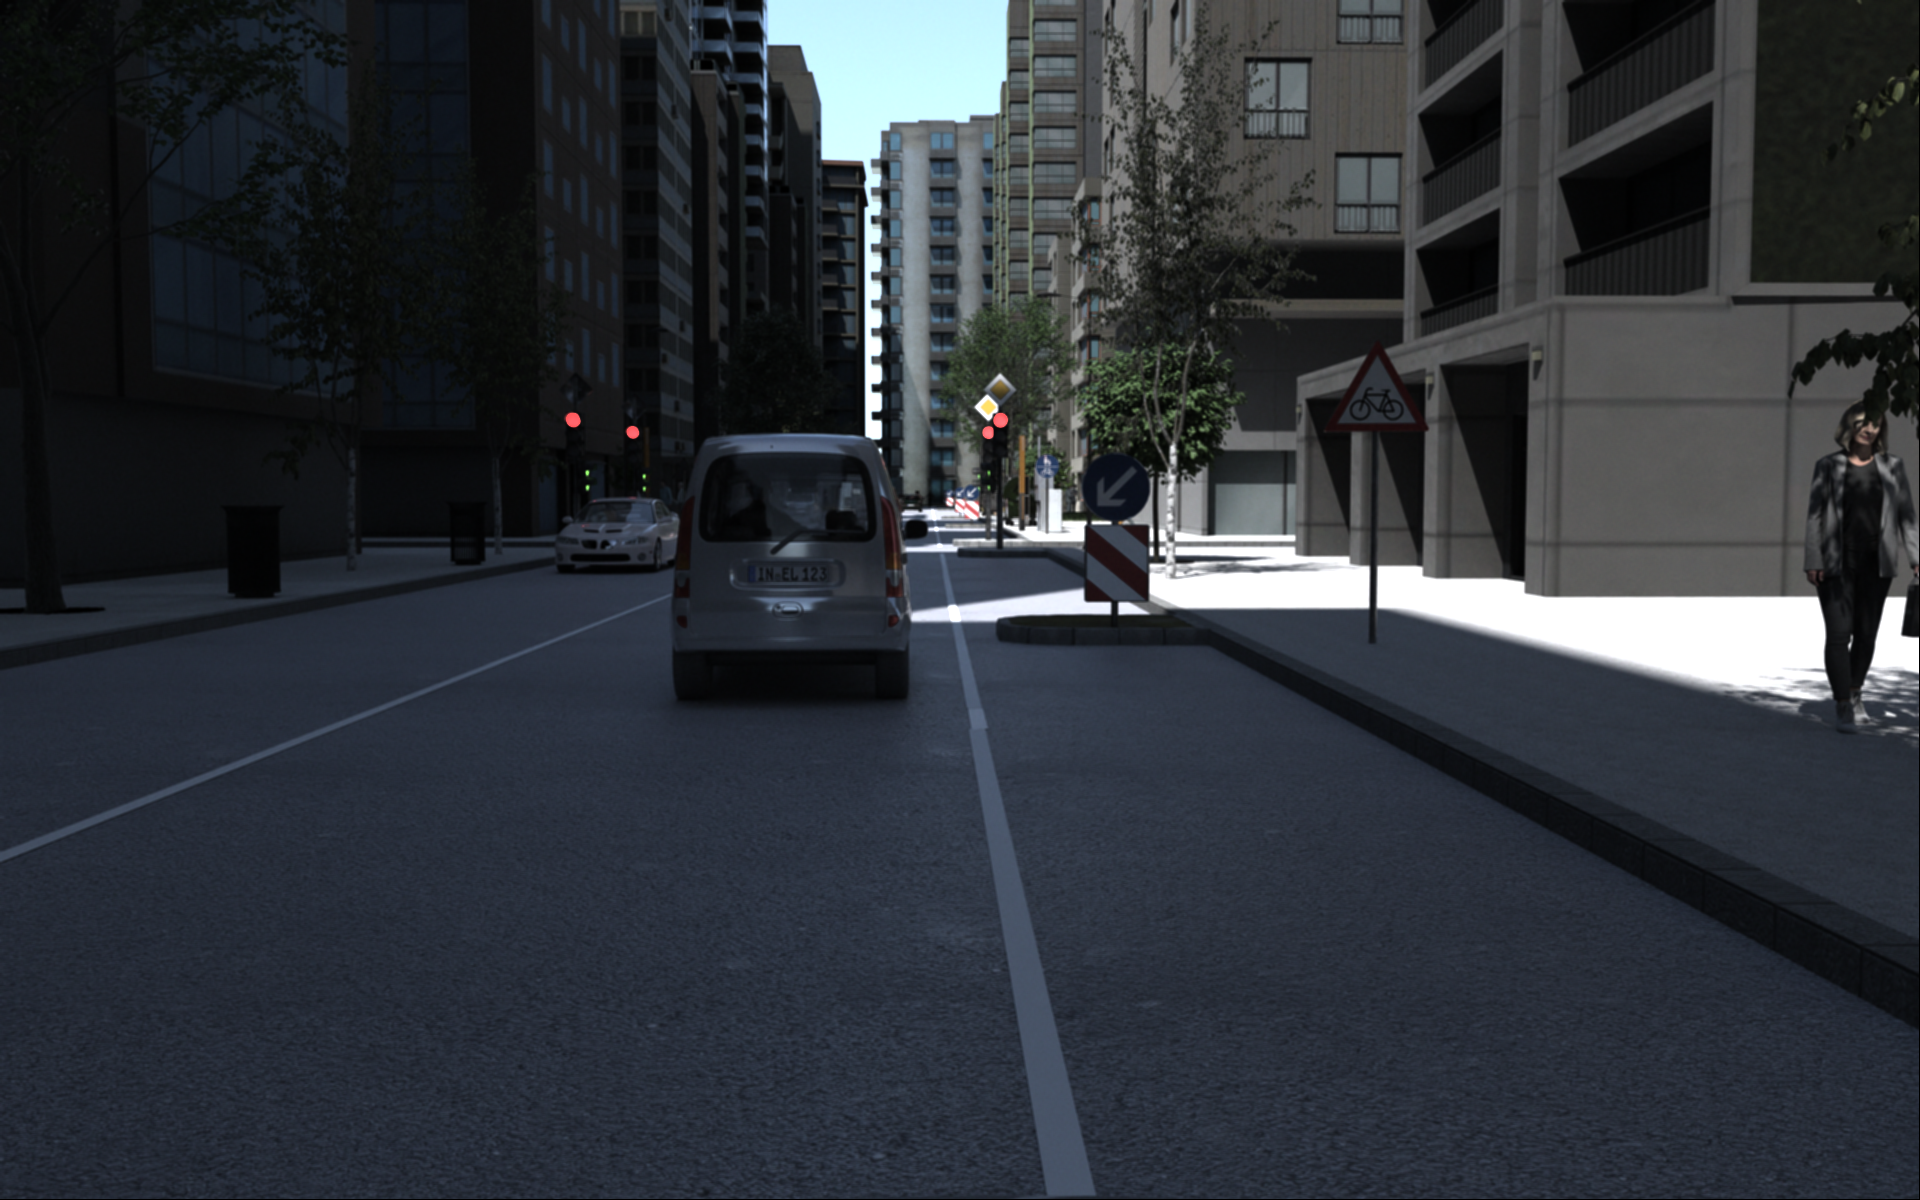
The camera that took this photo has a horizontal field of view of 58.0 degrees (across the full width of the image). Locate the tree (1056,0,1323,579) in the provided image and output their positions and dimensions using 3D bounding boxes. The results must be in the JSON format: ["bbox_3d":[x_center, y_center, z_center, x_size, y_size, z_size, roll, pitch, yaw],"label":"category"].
[{"bbox_3d":[3.290,-4.636,26.167,4.360,8.622,3.978,0,3,0],"label":"tree"}]

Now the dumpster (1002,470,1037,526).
[{"bbox_3d":[2.460,-4.138,70.144,1.502,2.255,1.985,0,4,-1],"label":"dumpster"}]

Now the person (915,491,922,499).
[{"bbox_3d":[-3.896,-8.801,153.087,1.217,1.739,0.721,-2,4,-29],"label":"person"}]

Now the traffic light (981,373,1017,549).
[{"bbox_3d":[0.910,-3.137,40.219,0.839,4.253,0.868,0,4,-1],"label":"traffic light"}]

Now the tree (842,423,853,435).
[{"bbox_3d":[-12.477,-14.013,179.479,4.737,8.622,4.395,0,3,0],"label":"tree"}]

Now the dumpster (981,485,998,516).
[{"bbox_3d":[1.873,-5.798,100.556,1.264,1.857,1.865,0,4,-1],"label":"dumpster"}]

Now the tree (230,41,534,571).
[{"bbox_3d":[-10.179,-4.805,28.921,4.737,8.622,4.395,0,3,0],"label":"tree"}]

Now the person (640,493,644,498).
[{"bbox_3d":[-12.757,-3.890,69.834,0.728,1.800,0.709,2,4,31],"label":"person"}]

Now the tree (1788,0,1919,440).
[{"bbox_3d":[4.664,-3.437,6.561,4.737,8.622,4.395,0,3,0],"label":"tree"}]

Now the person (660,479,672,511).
[{"bbox_3d":[-10.824,-3.543,63.998,0.660,1.820,0.620,3,4,37],"label":"person"}]

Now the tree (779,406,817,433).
[{"bbox_3d":[-11.463,-10.326,119.195,4.737,8.622,4.395,0,3,0],"label":"tree"}]

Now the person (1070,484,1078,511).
[{"bbox_3d":[5.861,-5.159,90.572,0.592,1.802,0.473,0,4,2],"label":"person"}]

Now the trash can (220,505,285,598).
[{"bbox_3d":[-8.763,-0.601,21.484,0.748,1.137,0.748,0,3,0],"label":"trash can"}]

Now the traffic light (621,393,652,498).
[{"bbox_3d":[-8.991,-3.614,48.014,0.839,4.253,0.868,0,4,-1],"label":"traffic light"}]

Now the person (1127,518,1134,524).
[{"bbox_3d":[4.948,-2.802,51.723,0.748,1.841,0.638,2,4,30],"label":"person"}]

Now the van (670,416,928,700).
[{"bbox_3d":[-1.237,-0.395,13.464,2.013,2.044,4.112,0,4,-3],"label":"van"}]

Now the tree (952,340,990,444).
[{"bbox_3d":[2.034,-7.841,78.565,4.360,8.622,3.978,0,3,0],"label":"tree"}]

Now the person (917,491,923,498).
[{"bbox_3d":[-3.974,-9.729,168.278,0.721,1.736,1.217,-3,5,-43],"label":"person"}]

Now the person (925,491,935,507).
[{"bbox_3d":[-3.326,-11.199,191.737,1.348,1.807,0.705,2,4,34],"label":"person"}]

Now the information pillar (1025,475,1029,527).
[{"bbox_3d":[2.537,-3.917,68.535,0.304,2.012,0.304,3,5,44],"label":"information pillar"}]

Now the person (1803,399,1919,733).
[{"bbox_3d":[5.008,-0.201,9.513,0.709,1.800,0.728,1,4,17],"label":"person"}]

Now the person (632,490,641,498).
[{"bbox_3d":[-9.968,-2.793,53.511,0.330,1.601,0.589,-1,4,-20],"label":"person"}]

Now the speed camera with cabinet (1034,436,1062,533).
[{"bbox_3d":[2.989,-3.926,58.533,0.660,3.252,2.038,-1,4,-8],"label":"speed camera with cabinet"}]

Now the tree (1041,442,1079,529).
[{"bbox_3d":[3.320,-4.257,64.201,1.663,3.219,1.824,0,3,0],"label":"tree"}]

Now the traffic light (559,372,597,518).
[{"bbox_3d":[-8.849,-3.126,40.031,0.839,4.253,0.868,0,4,-1],"label":"traffic light"}]

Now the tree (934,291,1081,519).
[{"bbox_3d":[2.672,-9.944,88.341,9.928,11.665,9.643,0,3,0],"label":"tree"}]

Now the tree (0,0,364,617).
[{"bbox_3d":[-10.049,-5.668,18.424,9.928,11.665,9.643,0,3,0],"label":"tree"}]

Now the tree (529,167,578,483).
[{"bbox_3d":[-9.837,-5.265,36.447,4.737,8.622,4.395,0,3,0],"label":"tree"}]

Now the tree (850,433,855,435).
[{"bbox_3d":[-12.404,-14.342,184.856,4.360,8.622,3.978,0,3,0],"label":"tree"}]

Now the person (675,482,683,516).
[{"bbox_3d":[-11.566,-4.010,72.093,0.515,1.767,0.782,-1,4,-22],"label":"person"}]

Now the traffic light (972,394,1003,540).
[{"bbox_3d":[0.769,-3.626,48.203,0.839,4.253,0.868,0,4,-1],"label":"traffic light"}]

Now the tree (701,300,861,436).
[{"bbox_3d":[-10.923,-11.353,102.627,9.611,12.733,9.660,0,3,0],"label":"tree"}]

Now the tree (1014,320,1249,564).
[{"bbox_3d":[3.771,-2.983,32.481,4.285,4.588,4.351,0,3,0],"label":"tree"}]

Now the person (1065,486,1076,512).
[{"bbox_3d":[5.722,-5.116,89.862,0.590,1.801,0.661,-1,4,-10],"label":"person"}]

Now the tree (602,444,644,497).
[{"bbox_3d":[-10.572,-3.783,56.448,1.663,3.219,1.824,0,3,0],"label":"tree"}]

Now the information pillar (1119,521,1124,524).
[{"bbox_3d":[4.339,-3.436,47.534,0.183,3.616,0.504,-2,4,-35],"label":"information pillar"}]
